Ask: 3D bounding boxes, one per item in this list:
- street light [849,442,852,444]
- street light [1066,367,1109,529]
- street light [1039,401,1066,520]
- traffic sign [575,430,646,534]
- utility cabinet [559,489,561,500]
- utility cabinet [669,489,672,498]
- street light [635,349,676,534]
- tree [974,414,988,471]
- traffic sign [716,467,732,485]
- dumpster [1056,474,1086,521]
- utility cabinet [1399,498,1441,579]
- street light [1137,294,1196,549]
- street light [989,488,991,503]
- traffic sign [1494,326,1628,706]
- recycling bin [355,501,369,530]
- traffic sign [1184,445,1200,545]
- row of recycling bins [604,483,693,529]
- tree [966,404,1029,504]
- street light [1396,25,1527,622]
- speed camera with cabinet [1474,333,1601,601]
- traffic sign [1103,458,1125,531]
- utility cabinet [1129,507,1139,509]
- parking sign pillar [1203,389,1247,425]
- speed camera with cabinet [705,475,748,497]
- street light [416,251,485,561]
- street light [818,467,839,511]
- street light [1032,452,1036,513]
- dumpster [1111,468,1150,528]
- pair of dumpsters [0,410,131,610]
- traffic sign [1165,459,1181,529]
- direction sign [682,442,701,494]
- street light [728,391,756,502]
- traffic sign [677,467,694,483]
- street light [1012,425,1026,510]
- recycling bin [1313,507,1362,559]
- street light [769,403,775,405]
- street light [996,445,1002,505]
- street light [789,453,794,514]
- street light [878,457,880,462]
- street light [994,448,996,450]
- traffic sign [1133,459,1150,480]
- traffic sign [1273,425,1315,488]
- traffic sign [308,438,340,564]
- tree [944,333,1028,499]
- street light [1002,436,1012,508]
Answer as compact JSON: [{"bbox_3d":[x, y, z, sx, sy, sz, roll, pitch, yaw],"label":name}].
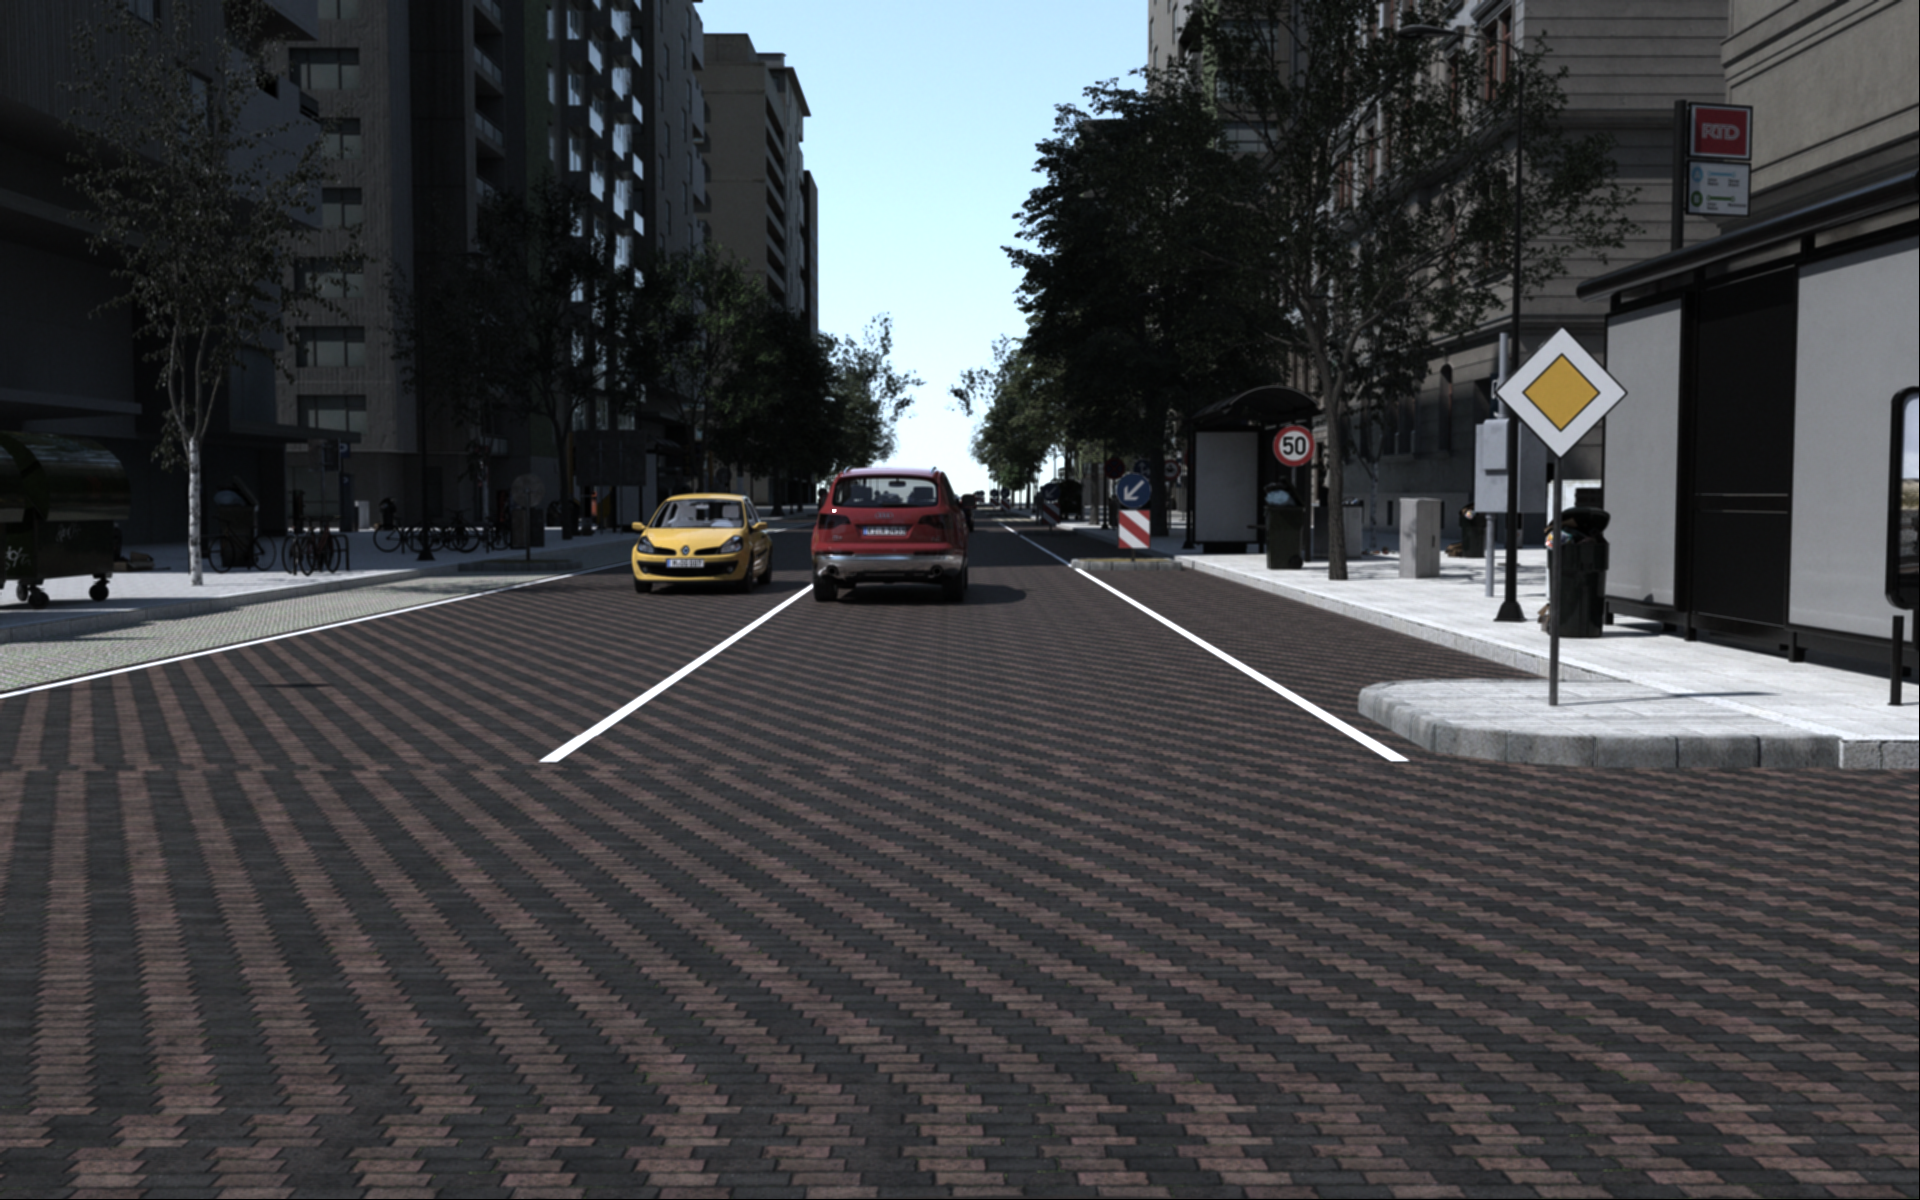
[{"bbox_3d":[-10.373,-11.213,155.874,1.470,5.913,1.316,0,4,0],"label":"street light"},{"bbox_3d":[4.724,-5.516,62.720,1.470,5.913,1.316,0,4,0],"label":"street light"},{"bbox_3d":[4.714,-6.912,85.552,1.470,5.913,1.316,0,4,0],"label":"street light"},{"bbox_3d":[-11.054,-3.730,54.853,2.265,3.308,0.079,0,4,4],"label":"traffic sign"},{"bbox_3d":[-19.292,-4.559,83.215,1.173,1.500,0.318,0,4,3],"label":"utility cabinet"},{"bbox_3d":[-12.875,-4.356,79.898,1.173,1.500,0.318,2,4,30],"label":"utility cabinet"},{"bbox_3d":[-9.751,-5.086,55.700,1.470,5.913,1.316,0,4,0],"label":"street light"},{"bbox_3d":[5.274,-16.349,185.437,7.486,12.596,7.792,0,3,0],"label":"tree"},{"bbox_3d":[-11.129,-4.985,81.611,0.768,2.556,0.104,0,4,1],"label":"traffic sign"},{"bbox_3d":[5.291,-4.979,83.900,1.502,2.255,1.985,0,4,0],"label":"dumpster"},{"bbox_3d":[7.081,-0.945,26.616,0.306,1.237,1.020,2,4,35],"label":"utility cabinet"},{"bbox_3d":[4.800,-4.144,40.288,1.470,5.913,1.316,0,4,0],"label":"street light"},{"bbox_3d":[3.942,-13.832,198.701,1.470,5.913,1.316,0,4,0],"label":"street light"},{"bbox_3d":[3.594,-0.415,10.435,0.795,2.450,0.064,0,4,0],"label":"traffic sign"},{"bbox_3d":[-21.896,-3.069,62.728,0.722,1.027,0.722,1,4,10],"label":"recycling bin"},{"bbox_3d":[5.976,-2.645,43.344,0.768,2.556,0.104,0,4,1],"label":"traffic sign"},{"bbox_3d":[-11.704,-3.512,64.528,3.534,1.692,1.069,0,4,0],"label":"row of recycling bins"},{"bbox_3d":[5.176,-19.510,229.361,12.009,13.543,11.850,0,3,0],"label":"tree"},{"bbox_3d":[5.023,-2.740,17.335,1.470,5.913,1.316,0,4,0],"label":"street light"},{"bbox_3d":[7.229,-1.625,20.904,0.660,3.252,2.038,-2,4,-35],"label":"speed camera with cabinet"},{"bbox_3d":[5.393,-3.701,60.615,0.768,2.556,0.104,0,3,0],"label":"traffic sign"},{"bbox_3d":[6.152,-2.862,57.962,1.020,1.237,0.306,-2,4,-28],"label":"utility cabinet"},{"bbox_3d":[6.878,-3.476,45.298,1.447,3.967,1.447,-3,5,-40],"label":"parking sign pillar"},{"bbox_3d":[-11.387,-5.511,84.442,2.038,3.252,0.660,0,4,4],"label":"speed camera with cabinet"},{"bbox_3d":[-9.774,-3.714,33.266,1.470,5.913,1.316,0,4,0],"label":"street light"},{"bbox_3d":[-10.242,-9.841,133.442,1.470,5.913,1.316,0,4,0],"label":"street light"},{"bbox_3d":[4.623,-7.440,94.189,1.470,5.913,1.316,0,4,0],"label":"street light"},{"bbox_3d":[6.501,-3.816,64.884,1.502,2.255,1.985,0,4,0],"label":"dumpster"},{"bbox_3d":[-10.686,-0.987,18.628,1.574,2.255,4.437,0,4,0],"label":"pair of dumpsters"},{"bbox_3d":[7.719,-3.888,63.671,0.768,2.556,0.104,0,3,0],"label":"traffic sign"},{"bbox_3d":[-11.644,-5.103,75.438,0.876,3.537,0.379,-1,4,-9],"label":"direction sign"},{"bbox_3d":[-9.896,-6.458,78.132,1.470,5.913,1.316,0,4,0],"label":"street light"},{"bbox_3d":[-12.421,-4.784,78.328,0.768,2.556,0.104,0,4,3],"label":"traffic sign"},{"bbox_3d":[4.449,-8.823,116.797,1.470,5.913,1.316,0,4,0],"label":"street light"},{"bbox_3d":[7.521,-1.342,34.494,0.722,1.027,0.722,-1,4,-18],"label":"recycling bin"},{"bbox_3d":[-10.023,-7.046,87.749,1.470,5.913,1.316,0,4,0],"label":"street light"},{"bbox_3d":[4.328,-11.594,162.108,1.470,5.913,1.316,0,4,0],"label":"street light"},{"bbox_3d":[-10.190,-8.418,110.181,1.470,5.913,1.316,0,4,0],"label":"street light"},{"bbox_3d":[-10.632,-14.854,215.400,1.470,5.913,1.316,0,4,0],"label":"street light"},{"bbox_3d":[4.186,-12.461,176.270,1.470,5.913,1.316,0,4,0],"label":"street light"},{"bbox_3d":[6.745,-3.889,63.697,0.768,2.556,0.104,0,4,2],"label":"traffic sign"},{"bbox_3d":[6.155,-1.948,31.961,0.768,2.556,0.104,1,4,8],"label":"traffic sign"},{"bbox_3d":[-11.680,-1.816,31.817,0.606,2.300,0.079,0,4,7],"label":"traffic sign"},{"bbox_3d":[4.330,-21.440,206.436,12.611,20.169,13.585,0,3,0],"label":"tree"},{"bbox_3d":[4.320,-10.195,139.229,1.470,5.913,1.316,0,4,0],"label":"street light"}]
